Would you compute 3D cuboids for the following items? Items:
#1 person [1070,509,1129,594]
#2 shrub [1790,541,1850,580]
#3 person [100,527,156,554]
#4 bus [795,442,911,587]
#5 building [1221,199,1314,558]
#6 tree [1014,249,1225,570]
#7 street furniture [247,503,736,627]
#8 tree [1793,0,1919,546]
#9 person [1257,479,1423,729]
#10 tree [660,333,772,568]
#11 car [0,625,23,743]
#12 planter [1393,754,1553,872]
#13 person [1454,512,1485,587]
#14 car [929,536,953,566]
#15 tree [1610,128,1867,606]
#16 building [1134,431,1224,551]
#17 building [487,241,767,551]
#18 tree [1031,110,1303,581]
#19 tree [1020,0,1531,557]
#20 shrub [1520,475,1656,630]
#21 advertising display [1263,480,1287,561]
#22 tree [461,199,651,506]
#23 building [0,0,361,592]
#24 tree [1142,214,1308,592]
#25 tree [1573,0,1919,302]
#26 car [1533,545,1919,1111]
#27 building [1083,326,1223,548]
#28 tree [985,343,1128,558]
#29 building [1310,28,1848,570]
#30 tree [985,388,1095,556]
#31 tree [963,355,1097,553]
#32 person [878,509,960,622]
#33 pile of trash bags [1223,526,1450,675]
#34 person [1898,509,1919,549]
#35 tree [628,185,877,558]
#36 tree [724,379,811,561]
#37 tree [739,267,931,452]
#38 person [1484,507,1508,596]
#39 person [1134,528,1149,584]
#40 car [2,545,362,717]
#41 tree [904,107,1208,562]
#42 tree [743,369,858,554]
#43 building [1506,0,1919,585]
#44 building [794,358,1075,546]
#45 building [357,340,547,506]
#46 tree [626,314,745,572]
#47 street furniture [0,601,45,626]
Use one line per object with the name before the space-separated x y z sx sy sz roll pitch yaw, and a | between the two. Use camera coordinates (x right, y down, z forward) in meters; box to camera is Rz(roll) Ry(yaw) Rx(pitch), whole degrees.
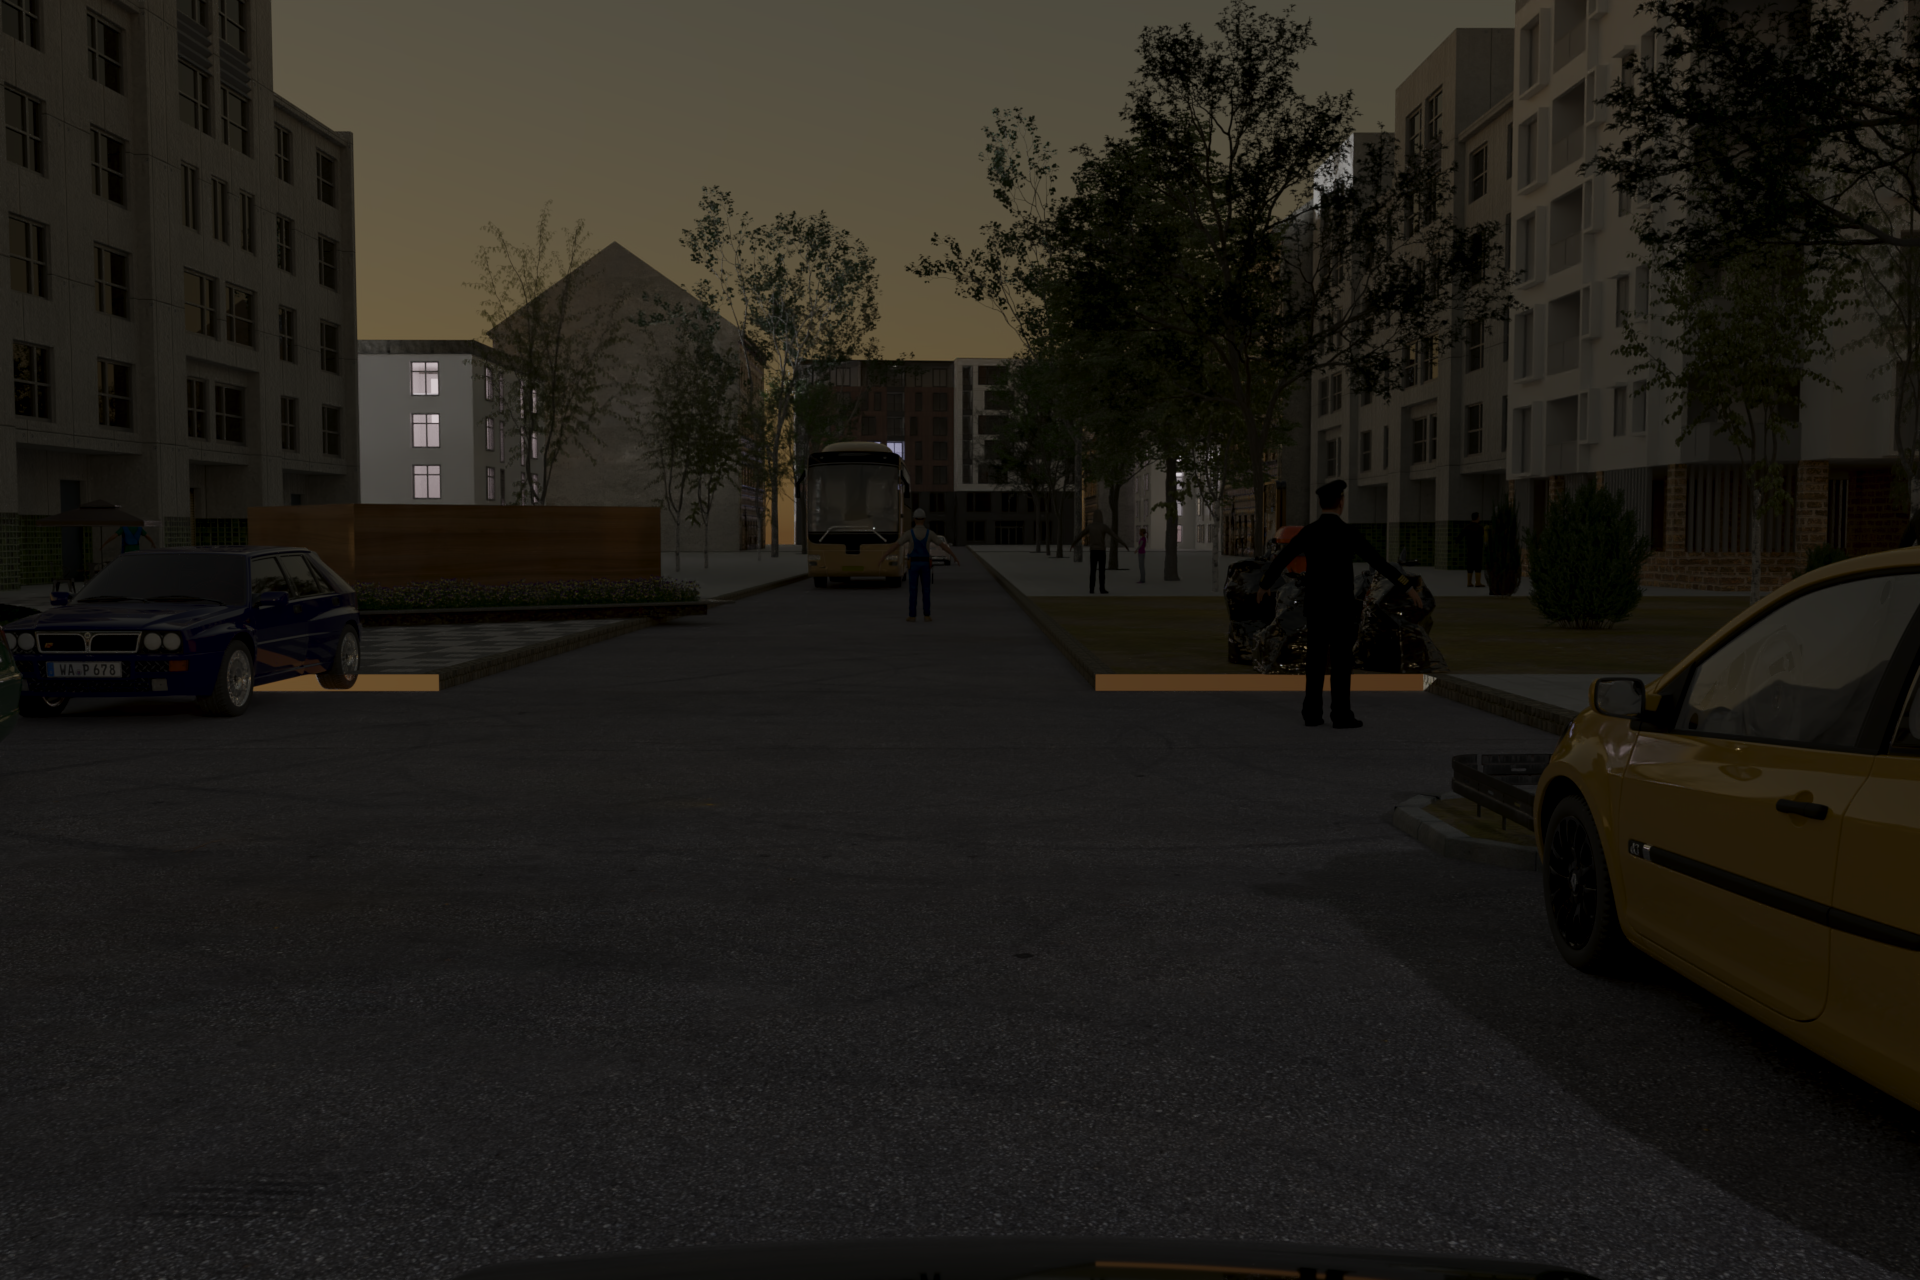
person | 2.976 -1.905 37.279 1.348 1.813 0.705 1 4 23
shrub | 11.388 -0.715 22.808 1.383 1.207 1.383 0 3 0
person | -19.389 -2.100 40.457 0.704 1.817 1.347 2 4 35
bus | -2.776 -3.561 49.775 2.896 3.916 12.252 0 4 -1
building | 25.069 -16.135 94.732 19.493 23.208 18.063 0 4 0
tree | 5.525 -8.289 61.282 9.928 11.665 9.643 0 3 0
street furniture | -8.813 -1.220 26.793 9.812 1.723 11.010 -3 5 -40
tree | 12.817 -4.476 23.549 4.360 8.622 3.978 0 3 0
person | 2.764 -0.274 12.870 1.347 1.837 0.705 3 5 40
tree | -9.343 -6.993 64.693 4.737 8.622 4.395 0 3 0
car | -6.205 0.245 7.790 2.131 1.459 4.920 0 4 0
planter | 3.135 0.793 8.169 1.991 0.319 1.994 0 4 -1
person | 12.466 -2.186 41.871 0.704 1.812 1.346 -3 4 -38
car | -1.372 -4.152 80.242 2.083 1.381 4.827 0 4 -1
tree | 13.927 -4.905 30.552 4.737 8.622 4.395 0 3 0
building | 20.590 -12.511 146.696 9.099 9.664 28.070 0 3 0
building | -25.968 -18.874 139.515 19.493 23.208 18.063 0 4 -1
tree | 5.392 -7.903 47.345 7.486 12.596 7.792 0 3 0
tree | 5.156 -5.790 29.084 8.767 10.594 7.601 0 4 5
shrub | 8.472 -1.185 23.408 1.661 2.075 1.752 0 3 0
advertising display | 3.847 -0.979 21.227 0.123 1.923 0.974 0 4 1
tree | -9.641 -5.411 38.830 4.360 8.622 3.978 0 3 0
building | -29.845 -10.992 46.177 16.747 18.905 31.486 0 4 0
tree | 5.773 -5.399 38.643 4.737 8.622 4.395 0 3 0
tree | 8.672 -4.878 14.174 7.601 10.594 8.767 2 4 27
car | 2.855 0.349 4.520 2.015 1.641 3.980 0 4 0
building | 22.249 -20.877 172.275 19.493 23.208 18.063 0 3 0
tree | 5.226 -10.161 91.889 9.928 11.665 9.643 0 3 0
building | 25.662 -12.409 69.346 16.747 18.905 31.486 0 3 0
tree | 4.954 -10.303 102.874 7.601 10.594 8.767 -2 4 -24
tree | 5.251 -12.660 117.364 12.009 13.543 11.850 0 3 0
person | -0.664 -1.226 28.365 1.347 1.847 0.705 0 4 -6
pile of trash bags | 3.581 -0.464 17.339 1.912 1.369 3.447 0 4 -1
person | 8.423 -0.538 14.869 0.705 1.821 1.348 0 4 -5
tree | -11.272 -14.636 95.192 12.611 20.169 13.585 0 3 0
tree | -9.899 -8.123 83.169 4.360 8.622 3.978 0 3 0
tree | -8.596 -16.252 121.601 12.611 20.169 13.585 0 3 0
person | 11.269 -1.864 36.240 0.705 1.858 1.354 -1 4 -9
person | 4.671 -2.187 45.028 0.599 1.433 0.991 1 4 17
car | -6.506 -0.134 14.770 1.945 1.354 3.894 0 3 0
tree | 4.005 -13.619 78.552 12.611 20.169 13.585 0 3 0
tree | -9.974 -11.239 109.509 9.928 11.665 9.643 0 3 0
building | 21.828 -11.892 50.847 16.016 20.090 11.380 0 4 0
building | -3.965 -22.414 212.907 32.646 21.610 27.936 0 4 -6
building | -25.703 -8.978 88.933 9.099 9.664 28.070 0 4 -1
tree | -9.709 -6.616 58.538 4.360 8.622 3.978 0 3 0
street furniture | -12.305 -0.093 17.144 5.734 0.657 10.072 -1 4 -13
